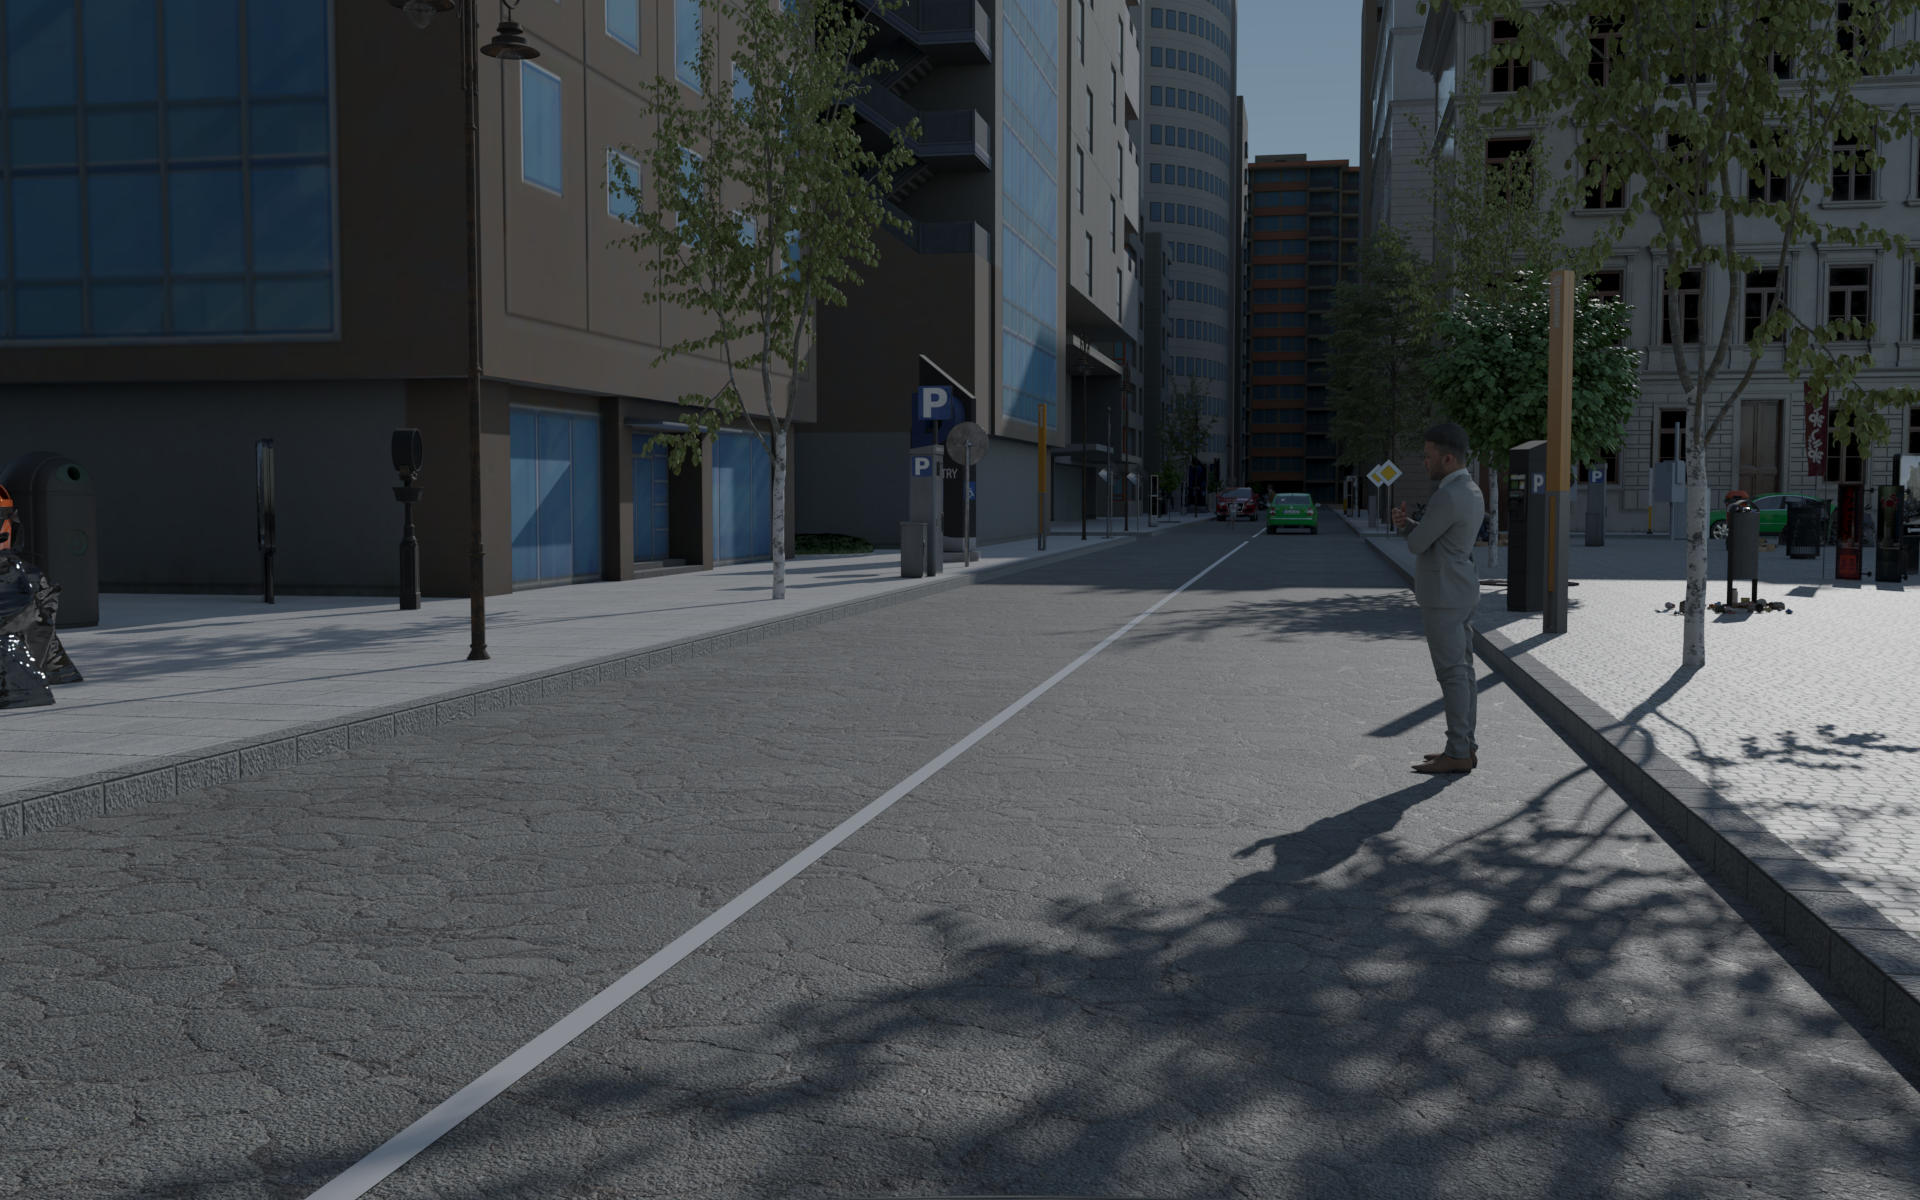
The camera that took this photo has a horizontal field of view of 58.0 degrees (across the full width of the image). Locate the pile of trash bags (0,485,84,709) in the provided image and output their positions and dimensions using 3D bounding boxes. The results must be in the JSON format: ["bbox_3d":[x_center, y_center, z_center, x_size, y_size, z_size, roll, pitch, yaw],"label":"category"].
[{"bbox_3d":[-6.823,-0.104,11.459,1.912,1.369,3.447,-1,4,-18],"label":"pile of trash bags"}]

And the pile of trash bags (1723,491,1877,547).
[{"bbox_3d":[20.818,-2.033,42.999,3.447,1.369,1.912,1,4,22],"label":"pile of trash bags"}]

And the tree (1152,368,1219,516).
[{"bbox_3d":[13.208,-9.280,102.096,4.737,8.622,4.395,0,3,0],"label":"tree"}]

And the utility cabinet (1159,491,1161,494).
[{"bbox_3d":[15.132,-7.641,133.602,1.173,1.500,0.318,-1,4,-18],"label":"utility cabinet"}]

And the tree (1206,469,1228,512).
[{"bbox_3d":[17.785,-7.807,122.245,1.663,3.219,1.824,0,3,0],"label":"tree"}]

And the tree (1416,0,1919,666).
[{"bbox_3d":[5.393,-3.802,12.527,4.737,8.622,4.395,0,3,0],"label":"tree"}]

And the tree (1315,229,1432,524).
[{"bbox_3d":[18.796,-9.584,74.828,7.486,12.596,7.792,0,3,0],"label":"tree"}]

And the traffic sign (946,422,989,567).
[{"bbox_3d":[0.123,-1.859,30.501,0.768,2.556,0.104,1,4,12],"label":"traffic sign"}]

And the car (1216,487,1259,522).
[{"bbox_3d":[14.811,-5.114,92.294,2.281,1.827,5.304,1,4,12],"label":"car"}]

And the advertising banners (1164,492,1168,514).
[{"bbox_3d":[12.994,-6.895,108.919,0.090,3.025,2.074,0,4,-3],"label":"advertising banners"}]

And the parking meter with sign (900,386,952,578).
[{"bbox_3d":[-0.554,-1.889,27.150,0.543,3.016,1.738,1,4,11],"label":"parking meter with sign"}]

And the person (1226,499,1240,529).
[{"bbox_3d":[11.165,-3.503,70.794,0.505,1.210,0.382,-1,4,-16],"label":"person"}]

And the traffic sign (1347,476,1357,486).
[{"bbox_3d":[22.159,-5.860,97.934,0.606,2.300,0.079,1,4,19],"label":"traffic sign"}]

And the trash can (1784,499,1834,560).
[{"bbox_3d":[16.618,-1.374,34.117,0.748,1.137,0.748,0,3,0],"label":"trash can"}]

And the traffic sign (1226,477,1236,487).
[{"bbox_3d":[20.005,-7.820,127.969,0.768,2.556,0.104,1,4,14],"label":"traffic sign"}]

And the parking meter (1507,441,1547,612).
[{"bbox_3d":[6.184,-0.806,18.892,0.399,1.863,0.255,-2,4,-35],"label":"parking meter"}]

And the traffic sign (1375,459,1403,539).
[{"bbox_3d":[12.339,-2.831,49.922,0.795,2.450,0.064,1,4,11],"label":"traffic sign"}]

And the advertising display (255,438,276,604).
[{"bbox_3d":[-8.220,-0.936,20.513,0.123,1.923,0.974,-2,4,-27],"label":"advertising display"}]

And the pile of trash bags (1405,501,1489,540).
[{"bbox_3d":[14.127,-2.313,47.566,3.447,1.369,1.912,-1,4,-9],"label":"pile of trash bags"}]

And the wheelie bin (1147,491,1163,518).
[{"bbox_3d":[10.453,-5.206,93.019,0.693,1.594,0.980,2,4,25],"label":"wheelie bin"}]

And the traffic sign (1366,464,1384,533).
[{"bbox_3d":[13.936,-3.309,57.746,0.795,2.450,0.064,1,4,11],"label":"traffic sign"}]

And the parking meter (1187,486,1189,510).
[{"bbox_3d":[16.572,-7.411,126.888,0.255,1.863,0.399,2,4,28],"label":"parking meter"}]

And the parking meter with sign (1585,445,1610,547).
[{"bbox_3d":[15.743,-2.850,42.864,0.543,3.016,1.738,1,4,22],"label":"parking meter with sign"}]

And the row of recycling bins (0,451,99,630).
[{"bbox_3d":[-9.774,-0.527,15.726,1.069,1.692,3.534,3,5,43],"label":"row of recycling bins"}]

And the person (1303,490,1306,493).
[{"bbox_3d":[29.855,-8.658,150.190,0.705,1.807,1.348,1,4,13],"label":"person"}]

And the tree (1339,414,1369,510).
[{"bbox_3d":[31.198,-11.315,135.359,4.360,8.622,3.978,0,3,0],"label":"tree"}]

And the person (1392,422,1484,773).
[{"bbox_3d":[2.493,-0.023,9.059,0.466,1.800,0.511,1,4,16],"label":"person"}]

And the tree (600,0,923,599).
[{"bbox_3d":[-2.291,-4.330,21.153,4.737,8.622,4.395,0,3,0],"label":"tree"}]

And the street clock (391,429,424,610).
[{"bbox_3d":[-6.114,-0.895,19.203,0.358,2.002,0.471,0,4,-3],"label":"street clock"}]

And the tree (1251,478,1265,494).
[{"bbox_3d":[34.181,-12.499,198.967,1.663,3.219,1.824,0,3,0],"label":"tree"}]

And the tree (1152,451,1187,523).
[{"bbox_3d":[9.321,-5.105,78.063,1.663,3.219,1.824,0,3,0],"label":"tree"}]

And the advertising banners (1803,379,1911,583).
[{"bbox_3d":[13.319,-1.813,25.835,0.090,3.025,2.074,-1,4,-16],"label":"advertising banners"}]

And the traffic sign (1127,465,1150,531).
[{"bbox_3d":[6.107,-3.408,59.359,0.795,2.450,0.064,1,4,11],"label":"traffic sign"}]

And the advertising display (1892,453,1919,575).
[{"bbox_3d":[15.106,-1.363,27.502,0.974,1.923,0.123,-2,4,-33],"label":"advertising display"}]

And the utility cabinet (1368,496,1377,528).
[{"bbox_3d":[15.912,-3.407,66.862,0.306,1.237,1.020,1,4,13],"label":"utility cabinet"}]

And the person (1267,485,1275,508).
[{"bbox_3d":[13.696,-4.141,76.122,0.836,1.842,0.656,-3,5,-39],"label":"person"}]

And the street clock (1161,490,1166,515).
[{"bbox_3d":[12.568,-6.277,107.197,0.358,2.002,0.471,-1,4,-19],"label":"street clock"}]

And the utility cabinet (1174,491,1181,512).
[{"bbox_3d":[15.660,-6.989,122.951,0.318,1.500,1.173,3,5,43],"label":"utility cabinet"}]

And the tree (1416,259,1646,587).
[{"bbox_3d":[8.096,-2.495,24.506,4.285,4.588,4.351,0,3,0],"label":"tree"}]

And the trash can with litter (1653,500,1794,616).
[{"bbox_3d":[8.299,-0.489,19.050,2.233,1.210,1.678,-3,4,-36],"label":"trash can with litter"}]

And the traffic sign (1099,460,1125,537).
[{"bbox_3d":[4.510,-2.929,51.534,0.795,2.450,0.064,1,4,11],"label":"traffic sign"}]
